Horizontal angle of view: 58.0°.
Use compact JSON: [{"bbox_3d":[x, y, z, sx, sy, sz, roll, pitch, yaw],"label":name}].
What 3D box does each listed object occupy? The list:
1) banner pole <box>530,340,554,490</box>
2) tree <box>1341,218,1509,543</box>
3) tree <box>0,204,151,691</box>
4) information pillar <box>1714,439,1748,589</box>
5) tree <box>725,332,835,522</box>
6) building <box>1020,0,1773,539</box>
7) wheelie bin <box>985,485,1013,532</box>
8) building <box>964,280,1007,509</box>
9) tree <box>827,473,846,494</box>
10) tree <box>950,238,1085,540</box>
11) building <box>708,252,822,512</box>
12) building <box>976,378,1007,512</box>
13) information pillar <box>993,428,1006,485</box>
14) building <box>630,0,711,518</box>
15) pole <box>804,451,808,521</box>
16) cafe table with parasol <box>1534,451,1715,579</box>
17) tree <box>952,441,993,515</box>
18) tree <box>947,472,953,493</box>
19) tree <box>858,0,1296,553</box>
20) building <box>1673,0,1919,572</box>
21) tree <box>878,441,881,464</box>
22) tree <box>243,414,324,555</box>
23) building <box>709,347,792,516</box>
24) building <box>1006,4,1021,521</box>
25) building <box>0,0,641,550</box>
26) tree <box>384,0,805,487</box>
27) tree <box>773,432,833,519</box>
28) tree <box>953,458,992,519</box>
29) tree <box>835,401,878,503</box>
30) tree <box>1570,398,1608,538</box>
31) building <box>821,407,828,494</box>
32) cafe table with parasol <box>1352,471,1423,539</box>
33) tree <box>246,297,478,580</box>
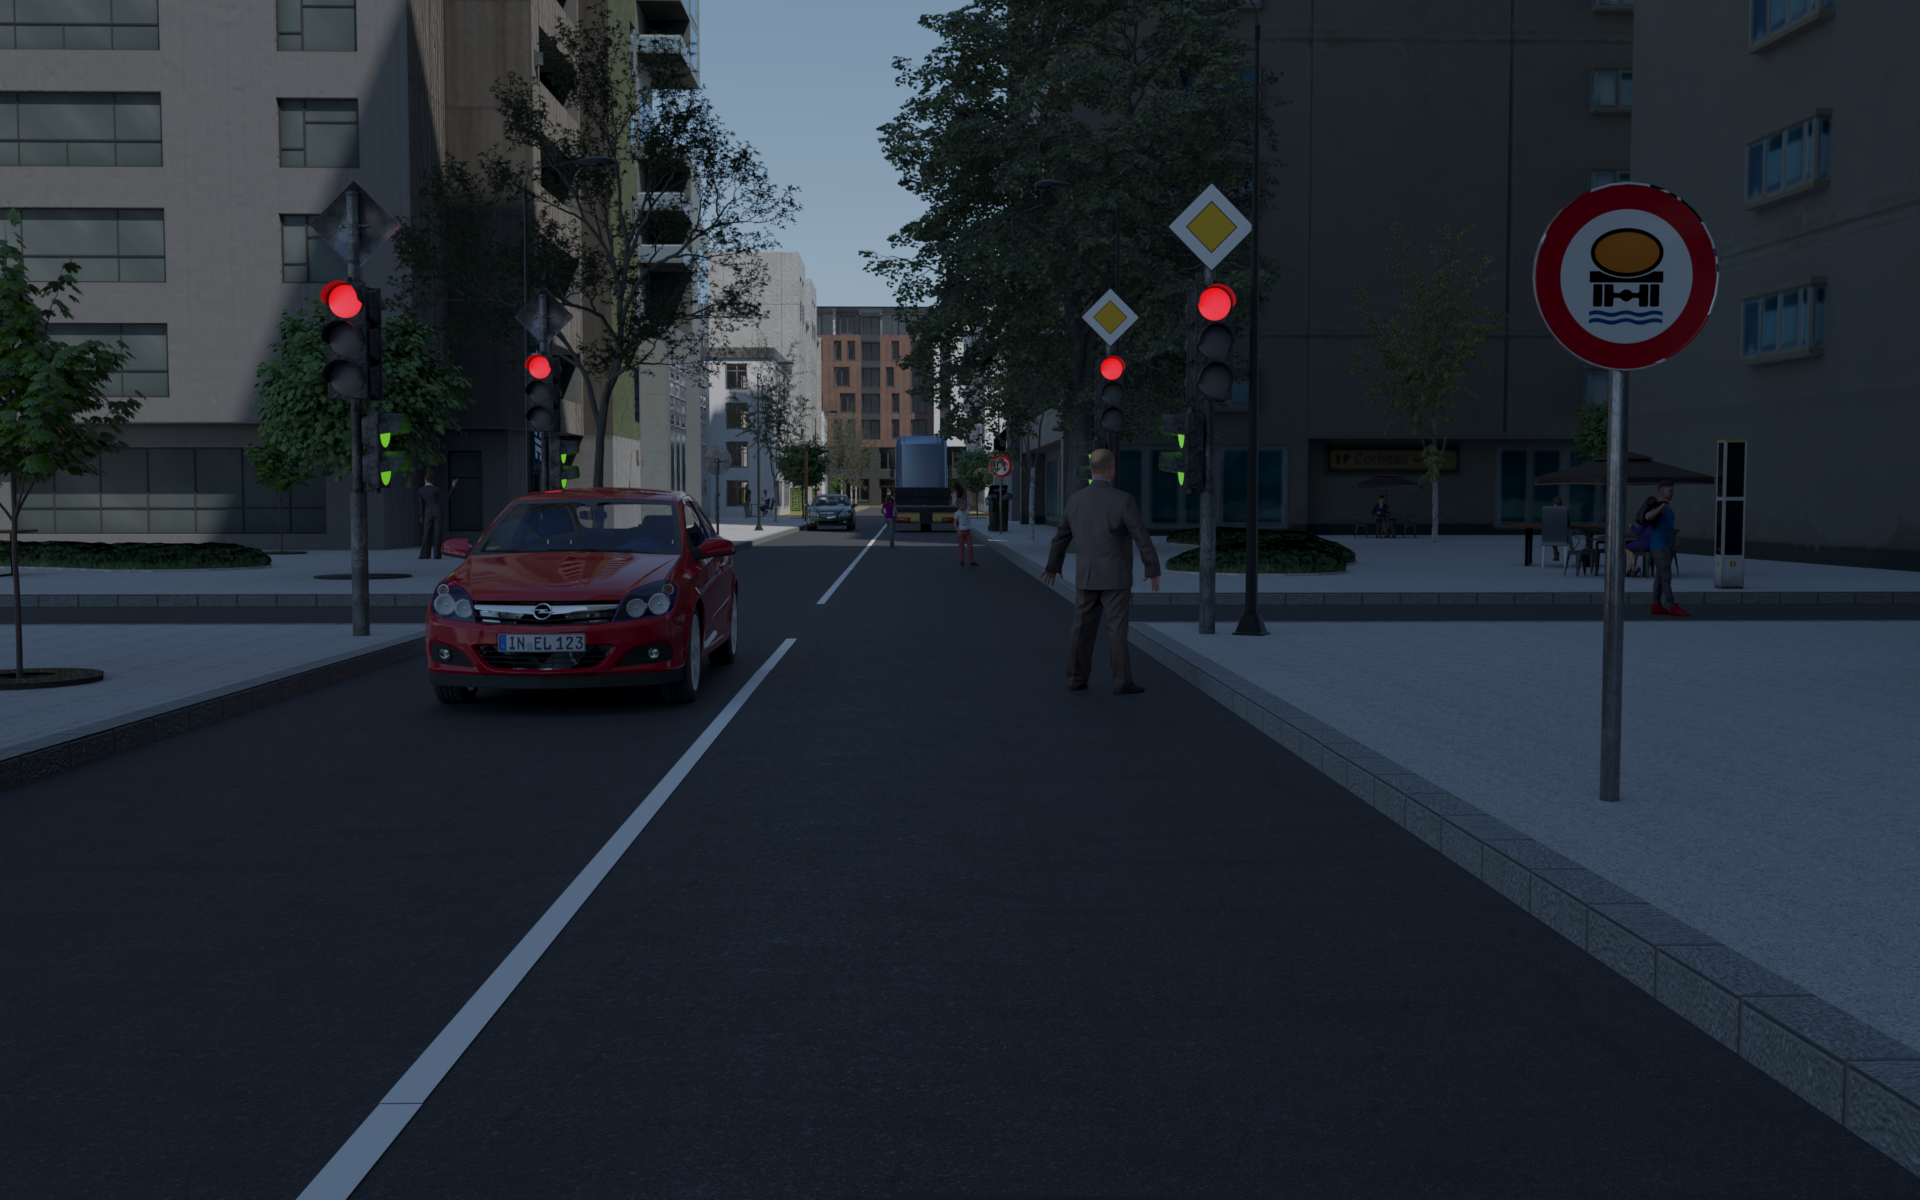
[{"bbox_3d":[-6.098,-2.162,25.370,0.401,3.779,0.863,-3,5,-41],"label":"banner pole"},{"bbox_3d":[12.332,-5.825,45.596,4.737,8.622,4.395,0,3,0],"label":"tree"},{"bbox_3d":[-6.302,-1.039,11.594,1.663,3.219,1.824,0,3,0],"label":"tree"},{"bbox_3d":[10.435,-1.160,23.450,0.304,2.012,0.304,0,4,5],"label":"information pillar"},{"bbox_3d":[-8.411,-7.808,78.016,4.360,8.622,3.978,0,3,0],"label":"tree"},{"bbox_3d":[13.501,-26.819,62.194,21.300,48.544,21.600,0,4,-2],"label":"building"},{"bbox_3d":[1.354,-3.138,59.222,0.980,1.594,0.693,-1,4,-12],"label":"wheelie bin"},{"bbox_3d":[8.389,-18.304,155.687,16.016,20.091,11.380,0,4,-2],"label":"building"},{"bbox_3d":[-10.058,-9.186,144.788,1.663,3.219,1.824,0,3,0],"label":"tree"},{"bbox_3d":[1.909,-5.985,48.211,4.360,8.622,3.978,0,3,0],"label":"tree"},{"bbox_3d":[-20.598,-16.873,142.330,16.747,18.905,31.486,0,4,-2],"label":"building"},{"bbox_3d":[6.208,-11.142,124.320,9.099,9.664,28.070,0,4,-2],"label":"building"},{"bbox_3d":[1.416,-4.264,61.067,0.504,3.616,0.183,-2,4,-25],"label":"information pillar"},{"bbox_3d":[-22.466,-46.749,77.015,22.319,86.520,31.000,0,4,-2],"label":"building"},{"bbox_3d":[-7.277,-5.386,81.910,0.158,3.312,0.155,0,3,0],"label":"pole"},{"bbox_3d":[10.282,-1.349,26.925,2.610,1.966,2.610,3,5,43],"label":"cafe table with parasol"},{"bbox_3d":[1.131,-7.540,106.987,4.285,4.588,4.351,0,3,0],"label":"tree"},{"bbox_3d":[-1.162,-9.592,151.423,1.663,3.219,1.824,0,3,0],"label":"tree"},{"bbox_3d":[2.695,-8.007,37.576,9.857,13.997,8.962,0,3,0],"label":"tree"},{"bbox_3d":[26.045,-25.148,34.865,21.600,48.544,21.300,0,4,-2],"label":"building"},{"bbox_3d":[-9.596,-12.550,155.561,4.360,8.622,3.978,0,3,0],"label":"tree"},{"bbox_3d":[-14.410,-2.597,37.065,1.663,3.219,1.824,0,3,0],"label":"tree"},{"bbox_3d":[-15.521,-10.451,113.018,9.099,9.664,28.070,0,4,-2],"label":"building"},{"bbox_3d":[9.291,-19.373,88.445,14.160,30.474,14.107,0,4,-2],"label":"building"},{"bbox_3d":[-16.495,-16.688,44.554,14.160,30.474,14.107,0,4,-2],"label":"building"},{"bbox_3d":[-7.123,-6.047,33.274,8.767,10.594,7.601,0,4,-1],"label":"tree"},{"bbox_3d":[-8.246,-6.596,91.558,4.285,4.588,4.351,0,3,0],"label":"tree"},{"bbox_3d":[0.776,-5.912,91.261,1.663,3.219,1.824,0,3,0],"label":"tree"},{"bbox_3d":[-9.155,-11.153,132.711,4.360,8.622,3.978,0,3,0],"label":"tree"},{"bbox_3d":[19.612,-4.107,50.864,4.285,4.588,4.351,0,3,0],"label":"tree"},{"bbox_3d":[-27.018,-13.815,168.016,28.070,9.664,9.099,0,4,-2],"label":"building"},{"bbox_3d":[12.456,-2.798,50.617,2.610,1.966,2.610,-2,4,-24],"label":"cafe table with parasol"},{"bbox_3d":[-9.128,-2.611,26.405,4.285,4.588,4.351,0,3,0],"label":"tree"}]
